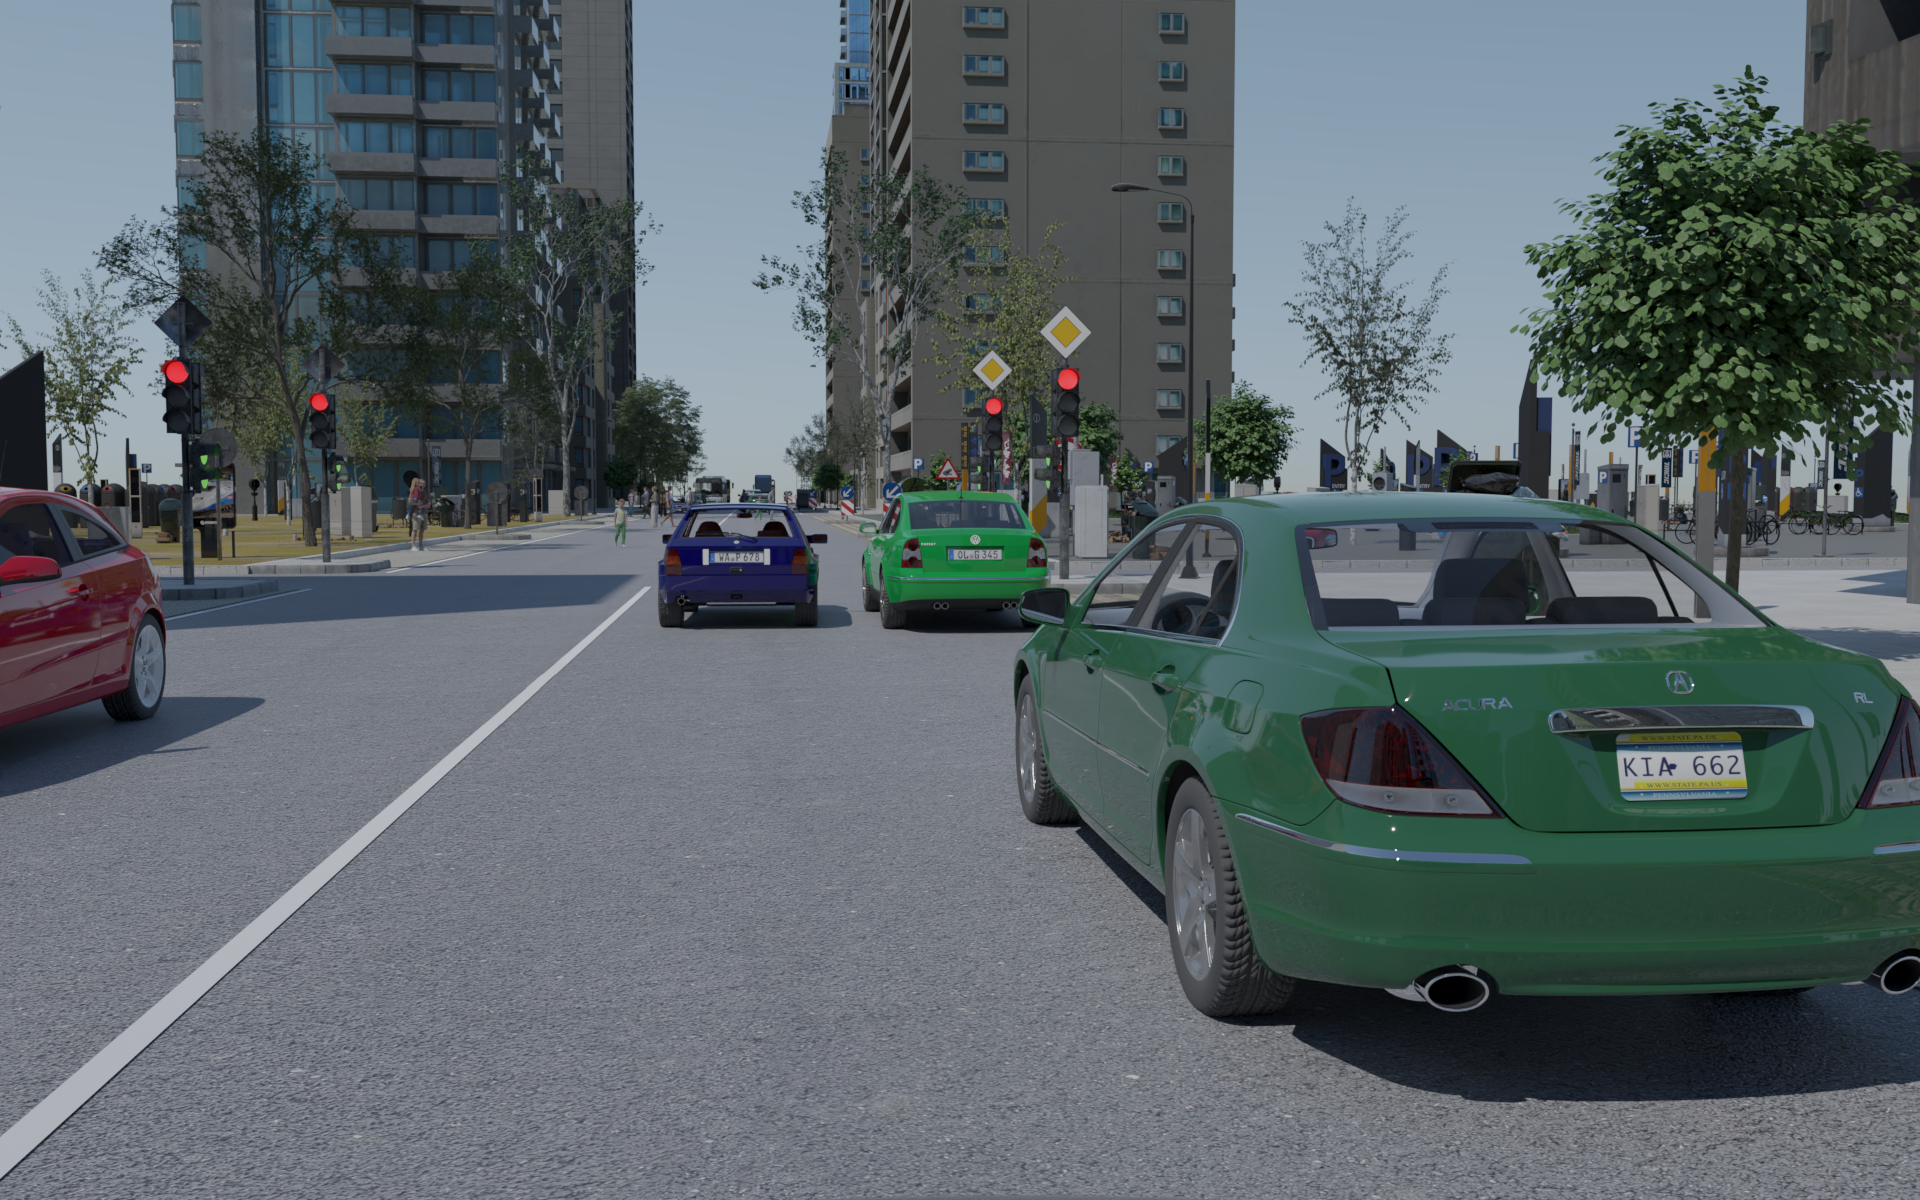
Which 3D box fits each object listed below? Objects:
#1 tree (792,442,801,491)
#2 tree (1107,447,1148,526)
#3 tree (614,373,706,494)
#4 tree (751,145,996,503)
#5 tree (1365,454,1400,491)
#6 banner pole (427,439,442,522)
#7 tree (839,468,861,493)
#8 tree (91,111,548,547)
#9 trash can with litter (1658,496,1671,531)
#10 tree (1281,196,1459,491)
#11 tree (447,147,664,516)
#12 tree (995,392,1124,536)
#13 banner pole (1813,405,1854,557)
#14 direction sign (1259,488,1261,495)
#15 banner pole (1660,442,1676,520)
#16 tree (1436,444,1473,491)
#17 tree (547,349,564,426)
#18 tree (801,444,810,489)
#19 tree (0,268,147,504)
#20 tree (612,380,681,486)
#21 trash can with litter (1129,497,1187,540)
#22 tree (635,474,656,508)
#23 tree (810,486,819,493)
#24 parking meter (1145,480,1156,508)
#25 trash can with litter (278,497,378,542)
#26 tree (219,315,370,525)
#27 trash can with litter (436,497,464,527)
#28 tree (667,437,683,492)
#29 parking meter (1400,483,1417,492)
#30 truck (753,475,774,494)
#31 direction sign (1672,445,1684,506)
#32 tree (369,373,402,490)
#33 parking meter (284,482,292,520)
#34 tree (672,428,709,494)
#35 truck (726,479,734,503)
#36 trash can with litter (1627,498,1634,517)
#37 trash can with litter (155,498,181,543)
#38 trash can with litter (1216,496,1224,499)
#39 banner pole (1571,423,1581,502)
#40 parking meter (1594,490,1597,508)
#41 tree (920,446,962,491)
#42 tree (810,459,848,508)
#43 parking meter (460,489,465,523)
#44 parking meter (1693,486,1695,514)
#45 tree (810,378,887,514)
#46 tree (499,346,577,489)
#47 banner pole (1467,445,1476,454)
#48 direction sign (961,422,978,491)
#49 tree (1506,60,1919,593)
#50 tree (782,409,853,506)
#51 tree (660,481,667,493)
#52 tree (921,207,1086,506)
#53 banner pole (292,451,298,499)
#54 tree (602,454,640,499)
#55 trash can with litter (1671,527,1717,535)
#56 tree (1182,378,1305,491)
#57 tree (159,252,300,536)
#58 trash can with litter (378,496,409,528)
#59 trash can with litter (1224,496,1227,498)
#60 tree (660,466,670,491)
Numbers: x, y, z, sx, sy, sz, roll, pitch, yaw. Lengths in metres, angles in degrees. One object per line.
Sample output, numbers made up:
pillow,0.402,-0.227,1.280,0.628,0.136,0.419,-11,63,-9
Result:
tree,-20.103,-17.077,229.565,4.360,8.622,3.978,0,3,0
tree,6.661,-4.659,70.770,1.663,3.219,1.824,0,3,0
tree,-31.892,-16.913,183.176,9.857,13.997,8.962,0,3,0
tree,-4.769,-14.605,94.684,12.611,20.169,13.585,0,3,0
tree,20.273,-5.410,83.059,1.663,3.219,1.824,0,3,0
banner pole,-24.017,-5.445,79.044,0.401,3.779,0.863,3,5,41
tree,-8.087,-8.151,127.865,1.663,3.219,1.824,0,3,0
tree,-16.153,-6.602,42.350,7.601,10.594,8.767,3,4,39
trash can with litter,24.473,-3.089,61.563,2.233,1.210,1.678,0,4,5
tree,10.230,-5.712,43.750,4.360,8.622,3.978,0,3,0
tree,-23.683,-14.780,97.537,12.611,20.169,13.585,0,3,0
tree,2.663,-4.523,57.672,4.285,4.588,4.351,0,3,0
banner pole,17.975,-2.783,35.525,0.863,3.779,0.401,-1,4,-13
direction sign,9.855,-3.969,56.886,0.379,3.537,0.876,1,4,20
banner pole,33.738,-5.644,82.299,0.863,3.779,0.401,1,4,13
tree,19.485,-4.481,67.872,1.663,3.219,1.824,0,3,0
tree,-17.931,-7.918,63.867,8.767,10.594,7.601,3,5,40
tree,-12.878,-13.407,169.567,4.360,8.622,3.978,0,3,0
tree,-28.245,-6.436,55.595,4.737,8.622,4.395,0,3,0
tree,-31.729,-15.523,171.928,7.486,12.596,7.792,0,3,0
trash can with litter,3.799,-1.380,33.953,0.624,1.170,1.055,-3,4,-36
tree,-29.562,-10.248,162.157,1.663,3.219,1.824,0,3,0
tree,-18.556,-13.982,223.205,1.663,3.219,1.824,0,3,0
parking meter,7.927,-4.059,72.081,0.399,1.863,0.255,1,4,18
trash can with litter,-17.387,-2.229,47.504,2.233,1.210,1.678,0,4,-5
tree,-27.521,-7.346,70.476,4.737,8.622,4.395,0,3,0
trash can with litter,-19.624,-3.387,66.759,0.624,1.170,1.055,2,4,33
tree,-34.839,-15.732,207.576,4.737,8.622,4.395,0,3,0
parking meter,10.172,-1.891,39.331,0.372,1.533,0.369,0,3,0
truck,-26.807,-15.035,235.578,2.967,4.110,18.799,0,4,-6
direction sign,33.538,-5.441,80.959,0.876,3.537,0.379,-3,4,-38
tree,-35.824,-9.367,103.505,4.737,8.622,4.395,0,3,0
parking meter,-32.972,-4.849,84.994,0.255,1.863,0.399,0,4,3
tree,-42.362,-20.767,265.290,9.928,11.665,9.643,0,3,0
truck,-31.244,-14.064,225.862,3.469,3.379,9.791,0,4,-8
trash can with litter,37.981,-5.311,98.221,1.055,1.170,0.624,1,4,14
trash can with litter,-20.687,-2.078,45.354,0.624,1.170,1.055,-1,4,-11
trash can with litter,13.335,-4.821,90.203,1.055,1.170,0.624,-3,4,-36
banner pole,21.533,-4.320,60.642,0.401,3.779,0.863,0,4,-4
parking meter,25.074,-3.640,67.918,0.372,1.533,0.369,0,3,0
tree,-0.871,-4.519,68.482,1.663,3.219,1.824,0,3,0
tree,-13.907,-11.909,178.424,4.285,4.588,4.351,0,3,0
parking meter,-21.616,-4.110,75.609,0.372,1.533,0.369,0,3,0
parking meter,46.001,-6.268,108.191,0.399,1.863,0.255,0,4,3
tree,-6.289,-9.678,108.604,4.360,8.622,3.978,0,3,0
tree,-21.069,-8.319,86.384,4.360,8.622,3.978,0,3,0
banner pole,26.128,-6.032,88.645,0.863,3.779,0.401,-2,4,-25
direction sign,0.295,-3.837,54.724,0.379,3.537,0.876,-2,4,-34
tree,5.958,-1.801,13.167,4.285,4.588,4.351,0,3,0
tree,-15.627,-15.720,191.432,8.767,10.594,7.601,0,4,3
tree,-35.025,-12.744,202.962,1.663,3.219,1.824,0,3,0
tree,1.337,-5.731,44.069,4.737,8.622,4.395,0,3,0
banner pole,-38.998,-6.824,101.588,0.401,3.779,0.863,-3,5,-43
tree,-27.375,-9.533,139.572,4.285,4.588,4.351,0,3,0
trash can with litter,23.650,-2.671,54.725,1.678,1.210,2.233,2,4,32
tree,8.021,-3.982,48.818,4.285,4.588,4.351,0,3,0
tree,-22.660,-6.304,53.428,4.360,8.622,3.978,0,3,0
trash can with litter,-21.687,-3.355,65.905,2.233,1.210,1.678,0,4,-2
trash can with litter,15.902,-5.560,101.963,2.233,1.210,1.678,1,4,8
tree,-34.007,-15.050,196.423,4.360,8.622,3.978,0,3,0
